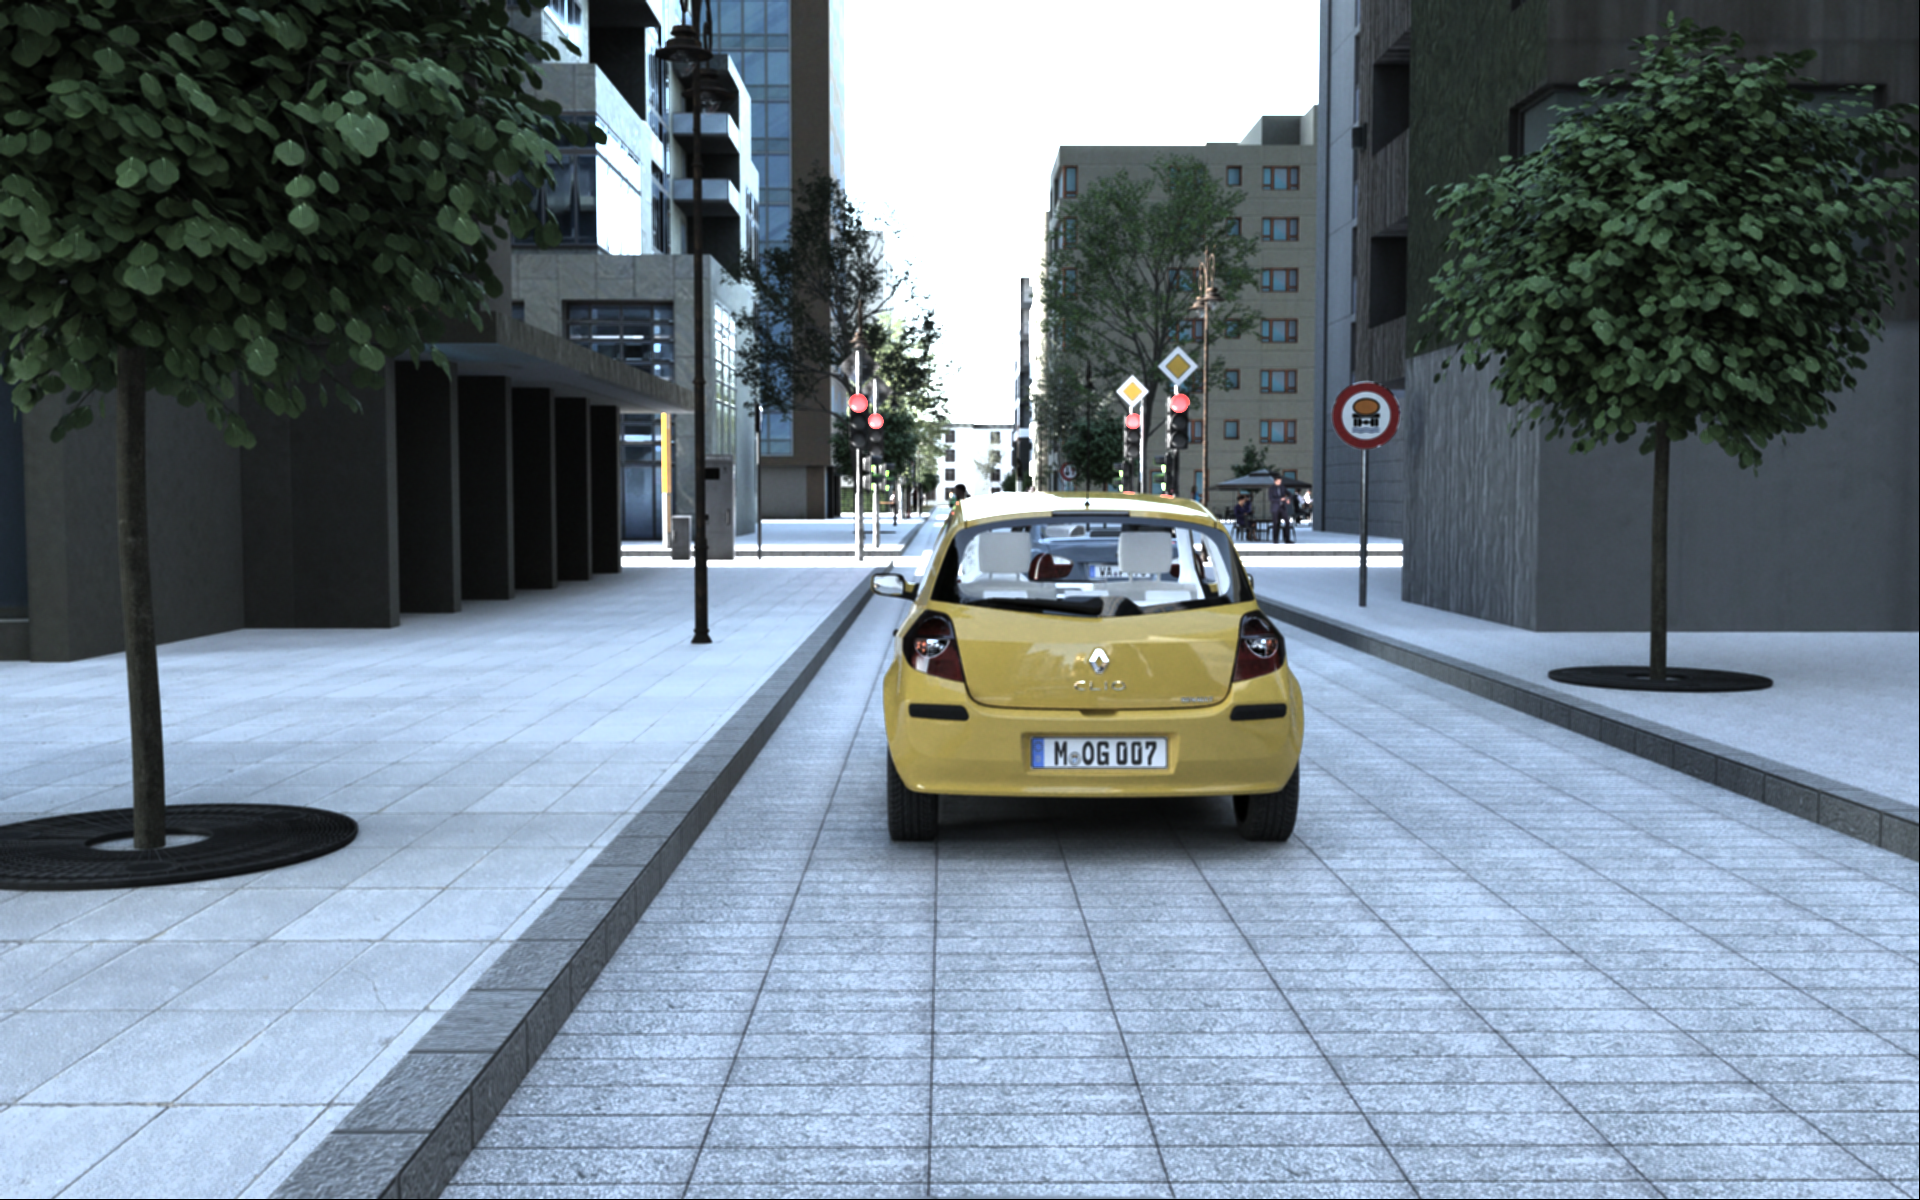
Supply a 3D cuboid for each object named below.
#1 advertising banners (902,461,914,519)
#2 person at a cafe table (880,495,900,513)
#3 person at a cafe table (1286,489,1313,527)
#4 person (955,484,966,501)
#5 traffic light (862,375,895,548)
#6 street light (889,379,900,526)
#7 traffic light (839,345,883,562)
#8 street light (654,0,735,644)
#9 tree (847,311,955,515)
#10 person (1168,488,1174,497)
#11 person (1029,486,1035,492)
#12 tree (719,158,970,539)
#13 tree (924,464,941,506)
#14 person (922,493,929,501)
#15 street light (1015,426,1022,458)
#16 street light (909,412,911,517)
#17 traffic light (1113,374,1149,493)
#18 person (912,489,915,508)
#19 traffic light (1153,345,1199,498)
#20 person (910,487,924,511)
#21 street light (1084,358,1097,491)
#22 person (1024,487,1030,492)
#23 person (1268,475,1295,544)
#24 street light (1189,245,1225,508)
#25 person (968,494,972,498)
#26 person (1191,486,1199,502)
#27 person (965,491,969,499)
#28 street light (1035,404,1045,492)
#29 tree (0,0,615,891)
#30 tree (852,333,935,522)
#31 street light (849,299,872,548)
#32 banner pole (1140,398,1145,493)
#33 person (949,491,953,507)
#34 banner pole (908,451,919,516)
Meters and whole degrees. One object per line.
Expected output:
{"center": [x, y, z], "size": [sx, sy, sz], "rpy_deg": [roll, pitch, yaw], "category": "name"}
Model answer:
{"center": [-2.692, -5.718, 89.675], "size": [0.090, 3.025, 2.074], "rpy_deg": [1, 4, 16], "category": "advertising banners"}
{"center": [-4.482, -6.520, 115.123], "size": [1.698, 1.524, 1.622], "rpy_deg": [2, 4, 27], "category": "person at a cafe table"}
{"center": [13.495, -3.619, 67.690], "size": [1.622, 1.524, 1.698], "rpy_deg": [-2, 4, -28], "category": "person at a cafe table"}
{"center": [0.010, -1.052, 27.577], "size": [0.662, 1.594, 0.647], "rpy_deg": [0, 4, 2], "category": "person"}
{"center": [-1.947, -3.172, 40.780], "size": [0.839, 4.253, 0.868], "rpy_deg": [0, 4, 0], "category": "traffic light"}
{"center": [-2.621, -5.931, 69.754], "size": [0.468, 5.910, 1.993], "rpy_deg": [0, 4, 0], "category": "street light"}
{"center": [-1.883, -2.683, 32.795], "size": [0.839, 4.253, 0.868], "rpy_deg": [0, 4, 0], "category": "traffic light"}
{"center": [-2.228, -2.567, 14.756], "size": [0.468, 5.910, 1.993], "rpy_deg": [0, 4, 0], "category": "street light"}
{"center": [-4.345, -11.616, 108.052], "size": [7.486, 12.596, 7.792], "rpy_deg": [0, 3, 0], "category": "tree"}
{"center": [5.843, -2.481, 48.071], "size": [0.415, 1.643, 0.593], "rpy_deg": [-2, 4, -35], "category": "person"}
{"center": [4.277, -5.848, 102.326], "size": [0.621, 1.740, 0.551], "rpy_deg": [1, 4, 22], "category": "person"}
{"center": [-3.169, -6.998, 48.830], "size": [7.601, 10.594, 8.767], "rpy_deg": [0, 4, 5], "category": "tree"}
{"center": [-2.883, -4.491, 57.134], "size": [4.285, 4.588, 4.351], "rpy_deg": [0, 3, 0], "category": "tree"}
{"center": [-3.685, -10.008, 170.496], "size": [1.217, 1.723, 0.721], "rpy_deg": [1, 4, 9], "category": "person"}
{"center": [3.866, -8.718, 115.327], "size": [0.468, 5.910, 1.993], "rpy_deg": [0, 4, 0], "category": "street light"}
{"center": [-2.849, -7.663, 98.075], "size": [0.468, 5.910, 1.993], "rpy_deg": [0, 4, 0], "category": "street light"}
{"center": [4.034, -3.176, 40.844], "size": [0.839, 4.253, 0.868], "rpy_deg": [0, 4, 0], "category": "traffic light"}
{"center": [-4.302, -9.441, 161.234], "size": [1.217, 1.723, 0.721], "rpy_deg": [-2, 4, -33], "category": "person"}
{"center": [4.098, -2.687, 32.859], "size": [0.839, 4.253, 0.868], "rpy_deg": [0, 4, 0], "category": "traffic light"}
{"center": [-3.251, -7.468, 128.106], "size": [1.348, 1.831, 0.705], "rpy_deg": [2, 4, 26], "category": "person"}
{"center": [4.387, -5.285, 59.204], "size": [0.468, 5.910, 1.993], "rpy_deg": [0, 4, 0], "category": "street light"}
{"center": [4.318, -6.341, 110.379], "size": [0.621, 1.740, 0.551], "rpy_deg": [1, 4, 20], "category": "person"}
{"center": [8.288, -2.326, 44.514], "size": [0.683, 1.767, 0.568], "rpy_deg": [-1, 4, -22], "category": "person"}
{"center": [4.594, -3.644, 32.370], "size": [0.468, 5.910, 1.993], "rpy_deg": [0, 4, 0], "category": "street light"}
{"center": [0.870, -7.922, 141.254], "size": [0.991, 1.433, 0.599], "rpy_deg": [3, 4, 36], "category": "person"}
{"center": [9.663, -3.878, 71.151], "size": [0.593, 1.614, 0.444], "rpy_deg": [-3, 5, -43], "category": "person"}
{"center": [0.786, -9.995, 172.738], "size": [0.721, 1.723, 1.217], "rpy_deg": [-3, 5, -44], "category": "person"}
{"center": [4.062, -7.002, 87.265], "size": [0.468, 5.910, 1.993], "rpy_deg": [0, 4, 0], "category": "street light"}
{"center": [-2.994, -1.377, 6.235], "size": [4.285, 4.588, 4.351], "rpy_deg": [0, 3, 0], "category": "tree"}
{"center": [-2.857, -7.825, 78.298], "size": [4.737, 8.622, 4.395], "rpy_deg": [0, 3, 0], "category": "tree"}
{"center": [-2.357, -4.183, 41.182], "size": [0.468, 5.910, 1.993], "rpy_deg": [0, 4, 0], "category": "street light"}
{"center": [4.389, -3.167, 41.798], "size": [0.401, 3.779, 0.863], "rpy_deg": [0, 4, 0], "category": "banner pole"}
{"center": [-0.866, -11.243, 192.422], "size": [0.705, 1.812, 1.348], "rpy_deg": [-2, 4, -33], "category": "person"}
{"center": [-2.666, -6.815, 101.449], "size": [0.863, 3.779, 0.401], "rpy_deg": [0, 4, -3], "category": "banner pole"}
